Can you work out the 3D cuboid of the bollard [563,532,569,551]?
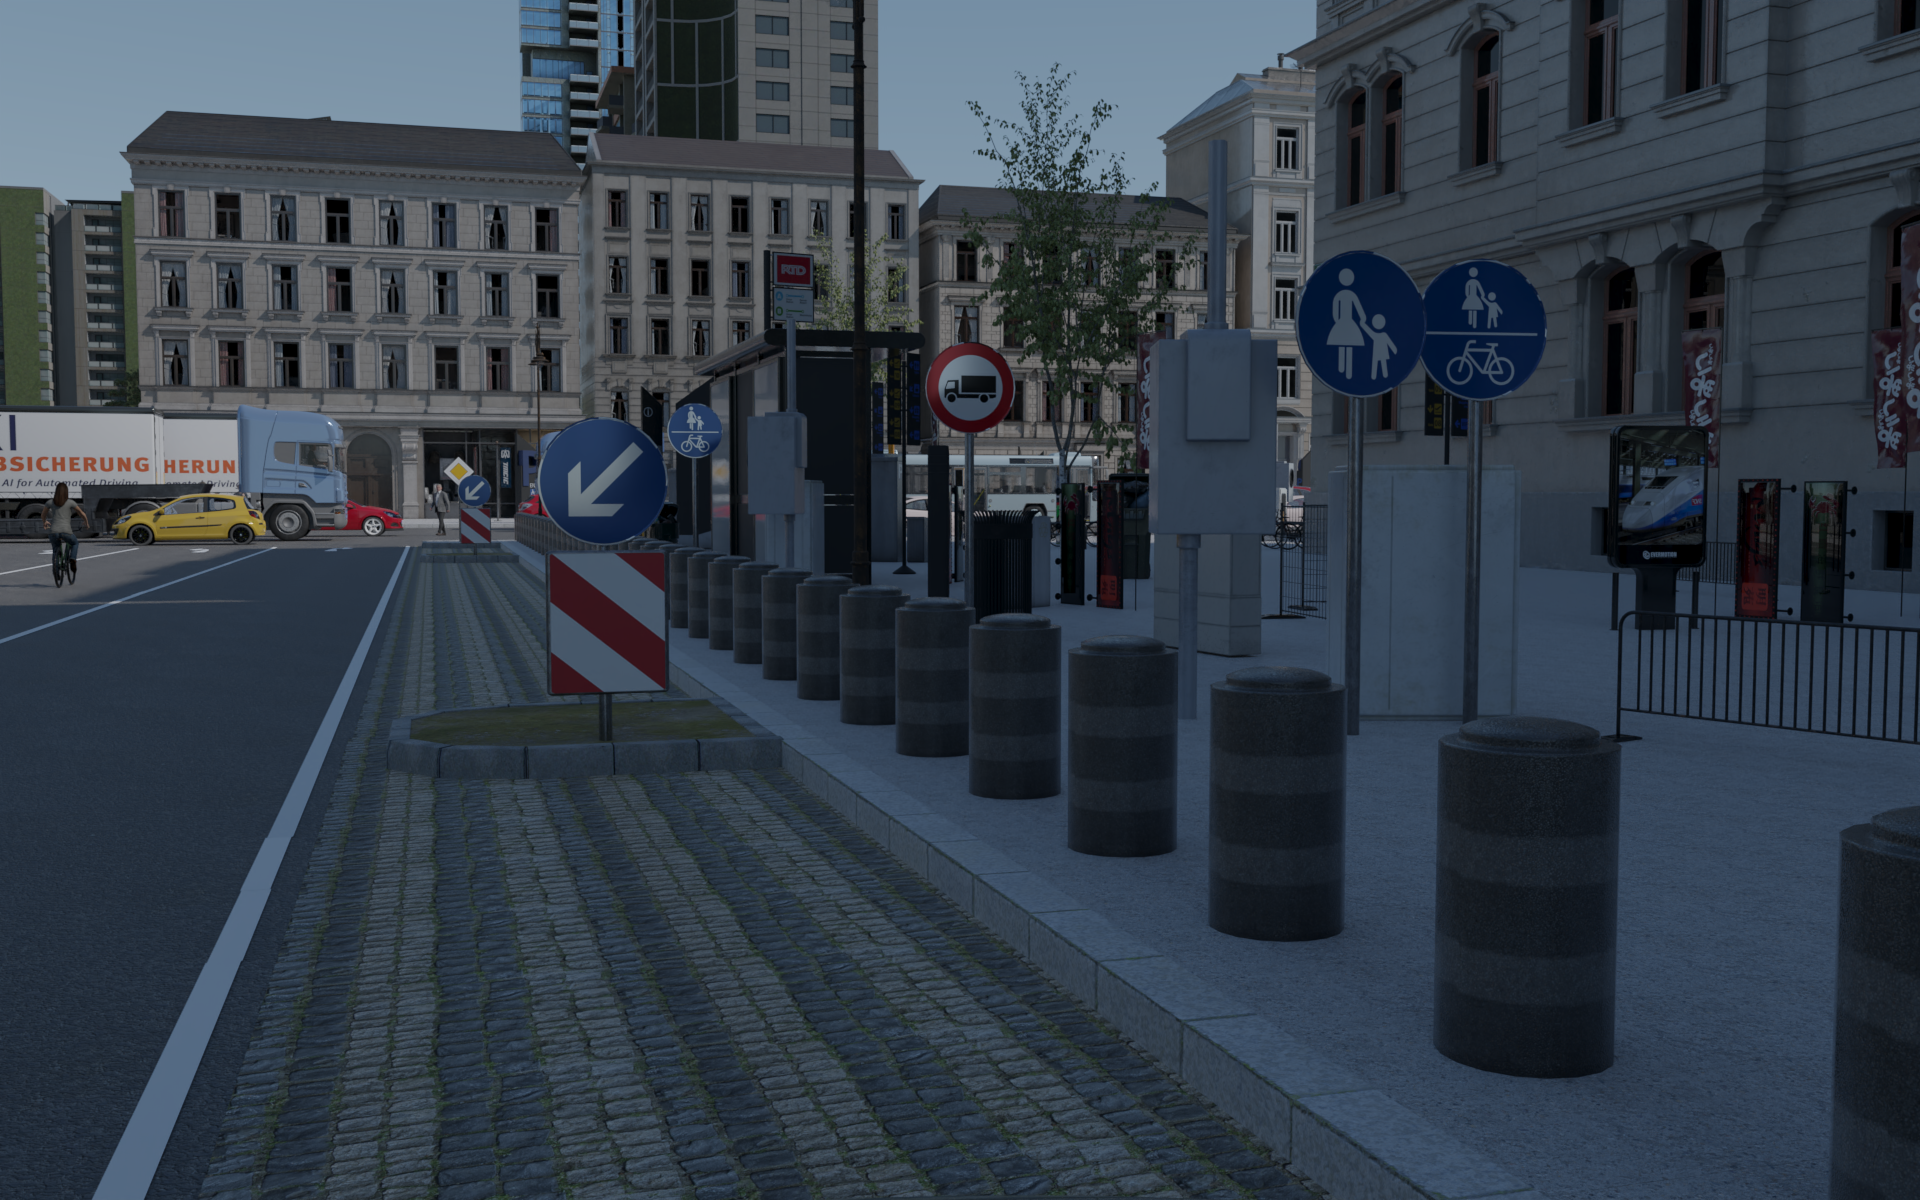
[{"bbox_3d":[-6.477,-0.900,29.429,0.404,0.777,0.398,0,3,0],"label":"bollard"}]

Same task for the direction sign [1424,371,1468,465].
[{"bbox_3d":[6.568,-1.919,23.366,0.876,3.537,0.379,-2,4,-34],"label":"direction sign"}]

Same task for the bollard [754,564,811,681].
[{"bbox_3d":[-1.180,0.162,12.073,0.404,0.777,0.398,0,3,0],"label":"bollard"}]

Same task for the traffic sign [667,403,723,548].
[{"bbox_3d":[-3.724,-1.485,24.389,0.768,2.556,0.104,-1,4,-11],"label":"traffic sign"}]

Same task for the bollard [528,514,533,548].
[{"bbox_3d":[-9.656,-1.536,39.830,0.404,0.777,0.398,0,3,0],"label":"bollard"}]

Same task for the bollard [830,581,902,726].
[{"bbox_3d":[-0.478,0.303,9.770,0.404,0.777,0.398,0,3,0],"label":"bollard"}]

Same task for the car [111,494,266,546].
[{"bbox_3d":[-21.776,-2.369,48.958,3.980,1.641,2.015,-1,4,-18],"label":"car"}]

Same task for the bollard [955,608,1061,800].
[{"bbox_3d":[0.237,0.445,7.440,0.404,0.777,0.398,0,3,0],"label":"bollard"}]

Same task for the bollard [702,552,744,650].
[{"bbox_3d":[-1.886,0.020,14.385,0.404,0.777,0.398,0,3,0],"label":"bollard"}]

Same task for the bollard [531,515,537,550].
[{"bbox_3d":[-9.304,-1.466,38.681,0.404,0.777,0.398,0,3,0],"label":"bollard"}]

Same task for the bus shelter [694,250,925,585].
[{"bbox_3d":[-2.708,-2.977,26.298,2.179,5.291,8.768,-1,4,-17],"label":"bus shelter"}]

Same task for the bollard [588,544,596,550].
[{"bbox_3d":[-5.066,-0.616,24.794,0.404,0.777,0.398,0,3,0],"label":"bollard"}]

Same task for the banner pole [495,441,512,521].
[{"bbox_3d":[-21.641,-5.621,81.914,0.863,3.779,0.401,-1,4,-19],"label":"banner pole"}]

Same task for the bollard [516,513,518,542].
[{"bbox_3d":[-11.410,-1.888,45.592,0.404,0.777,0.398,0,3,0],"label":"bollard"}]

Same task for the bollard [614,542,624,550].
[{"bbox_3d":[-4.002,-0.404,21.326,0.404,0.777,0.398,0,3,0],"label":"bollard"}]

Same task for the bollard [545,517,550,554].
[{"bbox_3d":[-7.890,-1.183,34.060,0.404,0.777,0.398,0,3,0],"label":"bollard"}]

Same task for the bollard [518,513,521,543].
[{"bbox_3d":[-11.062,-1.818,44.441,0.404,0.777,0.398,0,3,0],"label":"bollard"}]

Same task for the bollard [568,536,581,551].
[{"bbox_3d":[-6.125,-0.829,28.265,0.404,0.777,0.398,0,3,0],"label":"bollard"}]

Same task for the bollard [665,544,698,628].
[{"bbox_3d":[-2.593,-0.121,16.694,0.404,0.777,0.398,0,3,0],"label":"bollard"}]

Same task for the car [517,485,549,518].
[{"bbox_3d":[-14.814,-3.531,66.768,4.494,1.783,2.155,-1,4,-18],"label":"car"}]

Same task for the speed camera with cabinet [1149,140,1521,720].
[{"bbox_3d":[2.135,-0.957,9.976,2.038,3.252,0.660,0,4,1],"label":"speed camera with cabinet"}]

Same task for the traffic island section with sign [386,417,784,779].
[{"bbox_3d":[-2.153,-0.062,9.636,1.989,1.847,2.006,-1,4,-17],"label":"traffic island section with sign"}]

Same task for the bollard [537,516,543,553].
[{"bbox_3d":[-8.600,-1.324,36.368,0.404,0.777,0.398,0,3,0],"label":"bollard"}]

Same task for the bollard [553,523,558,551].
[{"bbox_3d":[-7.188,-1.042,31.751,0.404,0.777,0.398,0,3,0],"label":"bollard"}]

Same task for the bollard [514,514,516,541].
[{"bbox_3d":[-11.769,-1.959,46.747,0.404,0.777,0.398,0,3,0],"label":"bollard"}]

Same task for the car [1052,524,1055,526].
[{"bbox_3d":[5.543,-4.026,74.495,5.304,1.827,2.281,-1,4,-16],"label":"car"}]

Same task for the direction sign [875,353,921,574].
[{"bbox_3d":[-0.894,-2.184,27.707,0.379,3.537,0.876,2,4,34],"label":"direction sign"}]

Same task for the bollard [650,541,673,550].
[{"bbox_3d":[-2.941,-0.191,17.844,0.404,0.777,0.398,0,3,0],"label":"bollard"}]

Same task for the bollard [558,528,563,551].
[{"bbox_3d":[-6.836,-0.971,30.594,0.404,0.777,0.398,0,3,0],"label":"bollard"}]

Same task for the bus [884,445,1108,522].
[{"bbox_3d":[-0.080,-4.559,69.404,13.247,3.499,2.948,-1,4,-18],"label":"bus"}]

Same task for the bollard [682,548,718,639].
[{"bbox_3d":[-2.238,-0.050,15.534,0.404,0.777,0.398,0,3,0],"label":"bollard"}]

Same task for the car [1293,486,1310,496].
[{"bbox_3d":[13.988,-4.282,78.682,5.304,1.827,2.281,-1,4,-15],"label":"car"}]

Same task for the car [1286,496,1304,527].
[{"bbox_3d":[12.879,-3.370,67.458,4.827,1.381,2.083,-1,4,-18],"label":"car"}]

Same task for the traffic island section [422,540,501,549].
[{"bbox_3d":[-13.445,-1.491,46.662,2.009,0.180,2.903,-1,4,-17],"label":"traffic island section"}]

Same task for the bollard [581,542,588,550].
[{"bbox_3d":[-5.417,-0.688,25.958,0.404,0.777,0.398,0,3,0],"label":"bollard"}]

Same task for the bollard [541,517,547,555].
[{"bbox_3d":[-8.245,-1.253,35.208,0.404,0.777,0.398,0,3,0],"label":"bollard"}]

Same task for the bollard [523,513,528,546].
[{"bbox_3d":[-10.358,-1.677,42.132,0.404,0.777,0.398,0,3,0],"label":"bollard"}]

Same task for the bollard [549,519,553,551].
[{"bbox_3d":[-7.541,-1.113,32.907,0.404,0.777,0.398,0,3,0],"label":"bollard"}]

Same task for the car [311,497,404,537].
[{"bbox_3d":[-21.238,-3.041,58.766,4.494,1.783,2.155,-1,4,-15],"label":"car"}]

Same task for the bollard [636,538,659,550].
[{"bbox_3d":[-3.299,-0.262,19.008,0.404,0.777,0.398,0,3,0],"label":"bollard"}]

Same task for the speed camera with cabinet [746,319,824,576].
[{"bbox_3d":[-2.040,-1.593,20.387,0.660,3.252,2.038,0,4,4],"label":"speed camera with cabinet"}]

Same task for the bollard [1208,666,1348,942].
[{"bbox_3d":[0.940,0.586,5.134,0.404,0.777,0.398,0,3,0],"label":"bollard"}]

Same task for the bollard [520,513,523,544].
[{"bbox_3d":[-10.713,-1.748,43.291,0.404,0.777,0.398,0,3,0],"label":"bollard"}]

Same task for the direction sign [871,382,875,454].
[{"bbox_3d":[-1.812,-2.622,34.871,0.379,3.537,0.876,2,4,35],"label":"direction sign"}]

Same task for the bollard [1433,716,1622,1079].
[{"bbox_3d":[1.299,0.657,3.974,0.404,0.777,0.398,0,3,0],"label":"bollard"}]

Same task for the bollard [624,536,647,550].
[{"bbox_3d":[-3.654,-0.334,20.175,0.404,0.777,0.398,0,3,0],"label":"bollard"}]

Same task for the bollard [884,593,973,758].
[{"bbox_3d":[-0.121,0.374,8.604,0.404,0.777,0.398,0,3,0],"label":"bollard"}]

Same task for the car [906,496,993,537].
[{"bbox_3d":[-0.781,-2.526,53.663,4.827,1.381,2.083,-1,4,-17],"label":"car"}]

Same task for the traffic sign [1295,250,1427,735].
[{"bbox_3d":[2.091,-0.554,9.165,0.768,2.556,0.104,-1,4,-16],"label":"traffic sign"}]

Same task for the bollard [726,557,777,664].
[{"bbox_3d":[-1.531,0.091,13.223,0.404,0.777,0.398,0,3,0],"label":"bollard"}]

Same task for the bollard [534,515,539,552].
[{"bbox_3d":[-8.952,-1.395,37.524,0.404,0.777,0.398,0,3,0],"label":"bollard"}]

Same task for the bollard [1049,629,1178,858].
[{"bbox_3d":[0.589,0.516,6.284,0.404,0.777,0.398,0,3,0],"label":"bollard"}]

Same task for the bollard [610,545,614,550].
[{"bbox_3d":[-4.353,-0.475,22.480,0.404,0.777,0.398,0,3,0],"label":"bollard"}]

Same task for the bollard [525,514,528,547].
[{"bbox_3d":[-10.005,-1.606,40.983,0.404,0.777,0.398,0,3,0],"label":"bollard"}]

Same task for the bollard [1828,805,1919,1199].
[{"bbox_3d":[1.646,0.727,2.823,0.404,0.777,0.398,0,3,0],"label":"bollard"}]

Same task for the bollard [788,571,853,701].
[{"bbox_3d":[-0.829,0.232,10.920,0.404,0.777,0.398,0,3,0],"label":"bollard"}]
